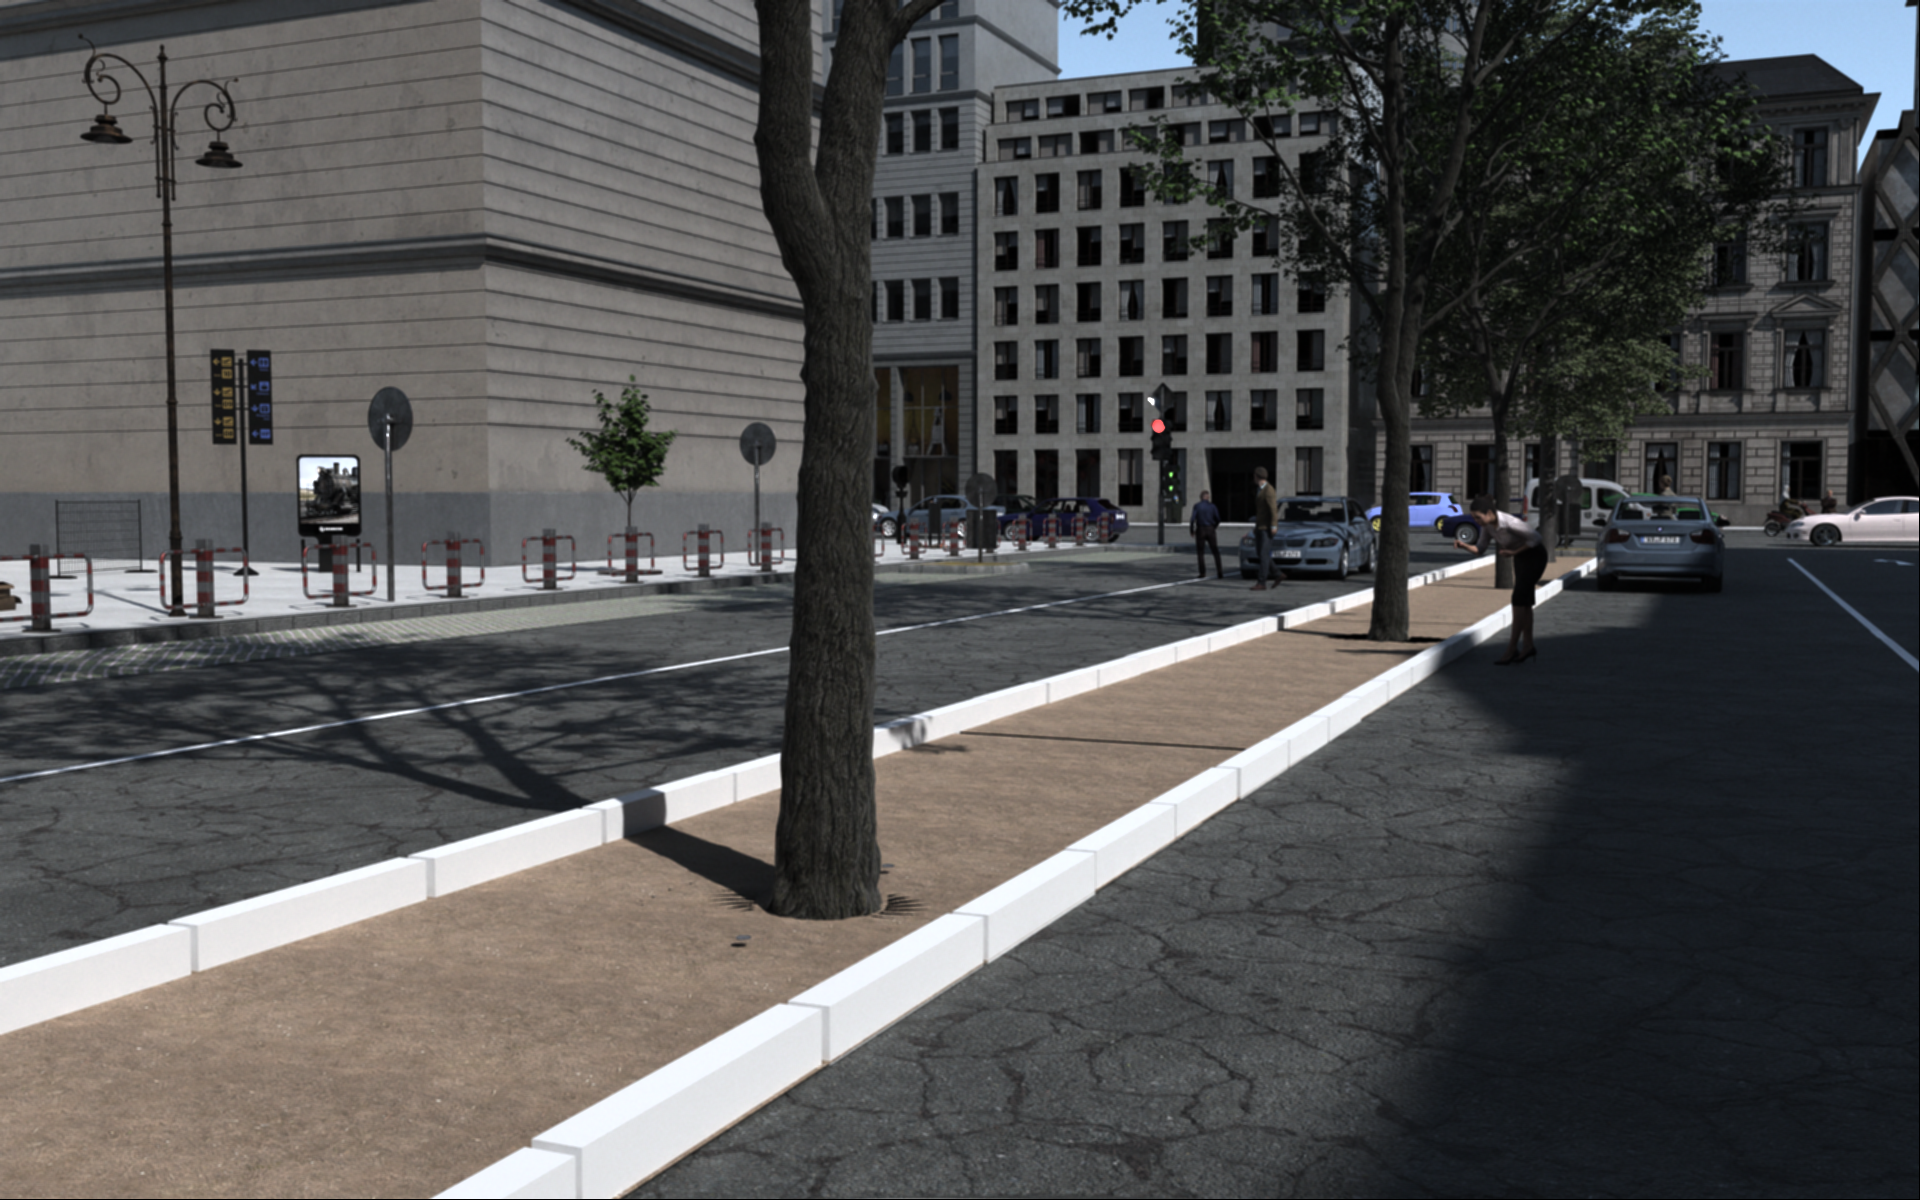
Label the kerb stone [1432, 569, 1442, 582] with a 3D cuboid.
[{"bbox_3d":[7.705,-0.373,28.294,0.120,0.150,1.000,2,4,23],"label":"kerb stone"}]

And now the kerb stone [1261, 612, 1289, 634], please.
[{"bbox_3d":[3.203,0.261,17.925,0.120,0.150,1.000,2,4,23],"label":"kerb stone"}]

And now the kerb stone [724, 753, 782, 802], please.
[{"bbox_3d":[-0.888,0.843,8.481,0.120,0.150,1.000,2,4,23],"label":"kerb stone"}]

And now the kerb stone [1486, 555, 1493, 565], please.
[{"bbox_3d":[10.572,-0.769,34.895,0.120,0.150,1.000,2,4,23],"label":"kerb stone"}]

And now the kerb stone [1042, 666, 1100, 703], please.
[{"bbox_3d":[0.754,0.608,12.260,0.120,0.150,1.000,2,4,23],"label":"kerb stone"}]

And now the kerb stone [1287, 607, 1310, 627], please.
[{"bbox_3d":[3.619,0.205,18.864,0.120,0.150,1.000,2,4,23],"label":"kerb stone"}]

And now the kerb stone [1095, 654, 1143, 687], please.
[{"bbox_3d":[1.166,0.554,13.205,0.120,0.150,1.000,2,4,23],"label":"kerb stone"}]

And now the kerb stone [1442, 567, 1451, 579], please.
[{"bbox_3d":[8.110,-0.431,29.236,0.120,0.150,1.000,2,4,23],"label":"kerb stone"}]

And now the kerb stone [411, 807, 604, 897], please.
[{"bbox_3d":[-1.706,0.955,6.585,0.120,0.150,1.000,2,4,23],"label":"kerb stone"}]

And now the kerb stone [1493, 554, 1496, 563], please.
[{"bbox_3d":[10.976,-0.834,35.838,0.120,0.150,1.000,2,4,23],"label":"kerb stone"}]

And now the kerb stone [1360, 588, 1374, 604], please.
[{"bbox_3d":[5.248,-0.025,22.635,0.120,0.150,1.000,2,4,23],"label":"kerb stone"}]

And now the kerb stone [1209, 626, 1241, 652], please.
[{"bbox_3d":[2.391,0.381,16.041,0.120,0.150,1.000,2,4,23],"label":"kerb stone"}]

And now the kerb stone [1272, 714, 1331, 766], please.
[{"bbox_3d":[1.869,0.776,9.547,0.120,0.150,1.000,2,4,23],"label":"kerb stone"}]

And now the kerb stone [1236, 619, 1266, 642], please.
[{"bbox_3d":[2.795,0.319,16.983,0.120,0.150,1.000,2,4,23],"label":"kerb stone"}]

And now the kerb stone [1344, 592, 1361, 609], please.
[{"bbox_3d":[4.840,0.034,21.694,0.120,0.150,1.000,2,4,23],"label":"kerb stone"}]

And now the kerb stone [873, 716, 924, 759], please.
[{"bbox_3d":[-0.474,0.781,9.430,0.120,0.150,1.000,2,4,23],"label":"kerb stone"}]

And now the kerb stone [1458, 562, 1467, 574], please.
[{"bbox_3d":[8.929,-0.540,31.122,0.120,0.150,1.000,2,4,23],"label":"kerb stone"}]

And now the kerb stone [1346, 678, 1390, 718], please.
[{"bbox_3d":[2.678,0.658,11.441,0.120,0.150,1.000,2,4,23],"label":"kerb stone"}]

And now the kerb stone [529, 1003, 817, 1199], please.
[{"bbox_3d":[-0.599,1.120,3.883,0.120,0.150,1.000,2,4,23],"label":"kerb stone"}]

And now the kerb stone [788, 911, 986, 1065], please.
[{"bbox_3d":[-0.183,1.063,4.821,0.120,0.150,1.000,2,4,23],"label":"kerb stone"}]

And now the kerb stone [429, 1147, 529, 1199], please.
[{"bbox_3d":[-0.999,1.179,2.926,0.120,0.150,1.000,2,4,23],"label":"kerb stone"}]

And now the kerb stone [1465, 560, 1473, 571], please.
[{"bbox_3d":[9.332,-0.602,32.069,0.120,0.150,1.000,2,4,23],"label":"kerb stone"}]

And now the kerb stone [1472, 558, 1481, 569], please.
[{"bbox_3d":[9.751,-0.661,33.006,0.120,0.150,1.000,2,4,23],"label":"kerb stone"}]

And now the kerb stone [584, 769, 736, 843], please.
[{"bbox_3d":[-1.296,0.897,7.537,0.120,0.150,1.000,2,4,23],"label":"kerb stone"}]

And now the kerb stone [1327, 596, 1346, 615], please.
[{"bbox_3d":[4.433,0.089,20.752,0.120,0.150,1.000,2,4,23],"label":"kerb stone"}]

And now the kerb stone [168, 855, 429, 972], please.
[{"bbox_3d":[-2.124,1.013,5.637,0.120,0.150,1.000,2,4,23],"label":"kerb stone"}]

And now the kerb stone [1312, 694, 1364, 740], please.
[{"bbox_3d":[2.279,0.718,10.496,0.120,0.150,1.000,2,4,23],"label":"kerb stone"}]

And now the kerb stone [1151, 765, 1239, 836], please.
[{"bbox_3d":[1.039,0.890,7.652,0.120,0.150,1.000,2,4,23],"label":"kerb stone"}]

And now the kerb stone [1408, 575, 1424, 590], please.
[{"bbox_3d":[6.893,-0.251,26.409,0.120,0.150,1.000,2,4,23],"label":"kerb stone"}]

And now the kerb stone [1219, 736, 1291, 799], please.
[{"bbox_3d":[1.460,0.831,8.601,0.120,0.150,1.000,2,4,23],"label":"kerb stone"}]

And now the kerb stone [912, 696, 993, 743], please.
[{"bbox_3d":[-0.064,0.723,10.371,0.120,0.150,1.000,2,4,23],"label":"kerb stone"}]

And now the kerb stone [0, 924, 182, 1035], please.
[{"bbox_3d":[-2.530,1.071,4.690,0.120,0.150,1.000,2,4,23],"label":"kerb stone"}]

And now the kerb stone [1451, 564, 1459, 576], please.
[{"bbox_3d":[8.524,-0.487,30.180,0.120,0.150,1.000,2,4,23],"label":"kerb stone"}]

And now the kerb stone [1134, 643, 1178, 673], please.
[{"bbox_3d":[1.561,0.492,14.151,0.120,0.150,1.000,2,4,23],"label":"kerb stone"}]

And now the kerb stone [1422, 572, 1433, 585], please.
[{"bbox_3d":[7.297,-0.311,27.352,0.120,0.150,1.000,2,4,23],"label":"kerb stone"}]

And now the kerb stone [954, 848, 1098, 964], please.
[{"bbox_3d":[0.230,1.005,5.761,0.120,0.150,1.000,2,4,23],"label":"kerb stone"}]

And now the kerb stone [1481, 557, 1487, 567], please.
[{"bbox_3d":[10.158,-0.718,33.947,0.120,0.150,1.000,2,4,23],"label":"kerb stone"}]

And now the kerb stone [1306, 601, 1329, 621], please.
[{"bbox_3d":[4.030,0.146,19.808,0.120,0.150,1.000,2,4,23],"label":"kerb stone"}]

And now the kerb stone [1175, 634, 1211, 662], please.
[{"bbox_3d":[1.973,0.436,15.103,0.120,0.150,1.000,2,4,23],"label":"kerb stone"}]

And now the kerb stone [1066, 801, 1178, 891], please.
[{"bbox_3d":[0.633,0.947,6.709,0.120,0.150,1.000,2,4,23],"label":"kerb stone"}]

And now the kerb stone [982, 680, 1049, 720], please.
[{"bbox_3d":[0.332,0.665,11.321,0.120,0.150,1.000,2,4,23],"label":"kerb stone"}]
